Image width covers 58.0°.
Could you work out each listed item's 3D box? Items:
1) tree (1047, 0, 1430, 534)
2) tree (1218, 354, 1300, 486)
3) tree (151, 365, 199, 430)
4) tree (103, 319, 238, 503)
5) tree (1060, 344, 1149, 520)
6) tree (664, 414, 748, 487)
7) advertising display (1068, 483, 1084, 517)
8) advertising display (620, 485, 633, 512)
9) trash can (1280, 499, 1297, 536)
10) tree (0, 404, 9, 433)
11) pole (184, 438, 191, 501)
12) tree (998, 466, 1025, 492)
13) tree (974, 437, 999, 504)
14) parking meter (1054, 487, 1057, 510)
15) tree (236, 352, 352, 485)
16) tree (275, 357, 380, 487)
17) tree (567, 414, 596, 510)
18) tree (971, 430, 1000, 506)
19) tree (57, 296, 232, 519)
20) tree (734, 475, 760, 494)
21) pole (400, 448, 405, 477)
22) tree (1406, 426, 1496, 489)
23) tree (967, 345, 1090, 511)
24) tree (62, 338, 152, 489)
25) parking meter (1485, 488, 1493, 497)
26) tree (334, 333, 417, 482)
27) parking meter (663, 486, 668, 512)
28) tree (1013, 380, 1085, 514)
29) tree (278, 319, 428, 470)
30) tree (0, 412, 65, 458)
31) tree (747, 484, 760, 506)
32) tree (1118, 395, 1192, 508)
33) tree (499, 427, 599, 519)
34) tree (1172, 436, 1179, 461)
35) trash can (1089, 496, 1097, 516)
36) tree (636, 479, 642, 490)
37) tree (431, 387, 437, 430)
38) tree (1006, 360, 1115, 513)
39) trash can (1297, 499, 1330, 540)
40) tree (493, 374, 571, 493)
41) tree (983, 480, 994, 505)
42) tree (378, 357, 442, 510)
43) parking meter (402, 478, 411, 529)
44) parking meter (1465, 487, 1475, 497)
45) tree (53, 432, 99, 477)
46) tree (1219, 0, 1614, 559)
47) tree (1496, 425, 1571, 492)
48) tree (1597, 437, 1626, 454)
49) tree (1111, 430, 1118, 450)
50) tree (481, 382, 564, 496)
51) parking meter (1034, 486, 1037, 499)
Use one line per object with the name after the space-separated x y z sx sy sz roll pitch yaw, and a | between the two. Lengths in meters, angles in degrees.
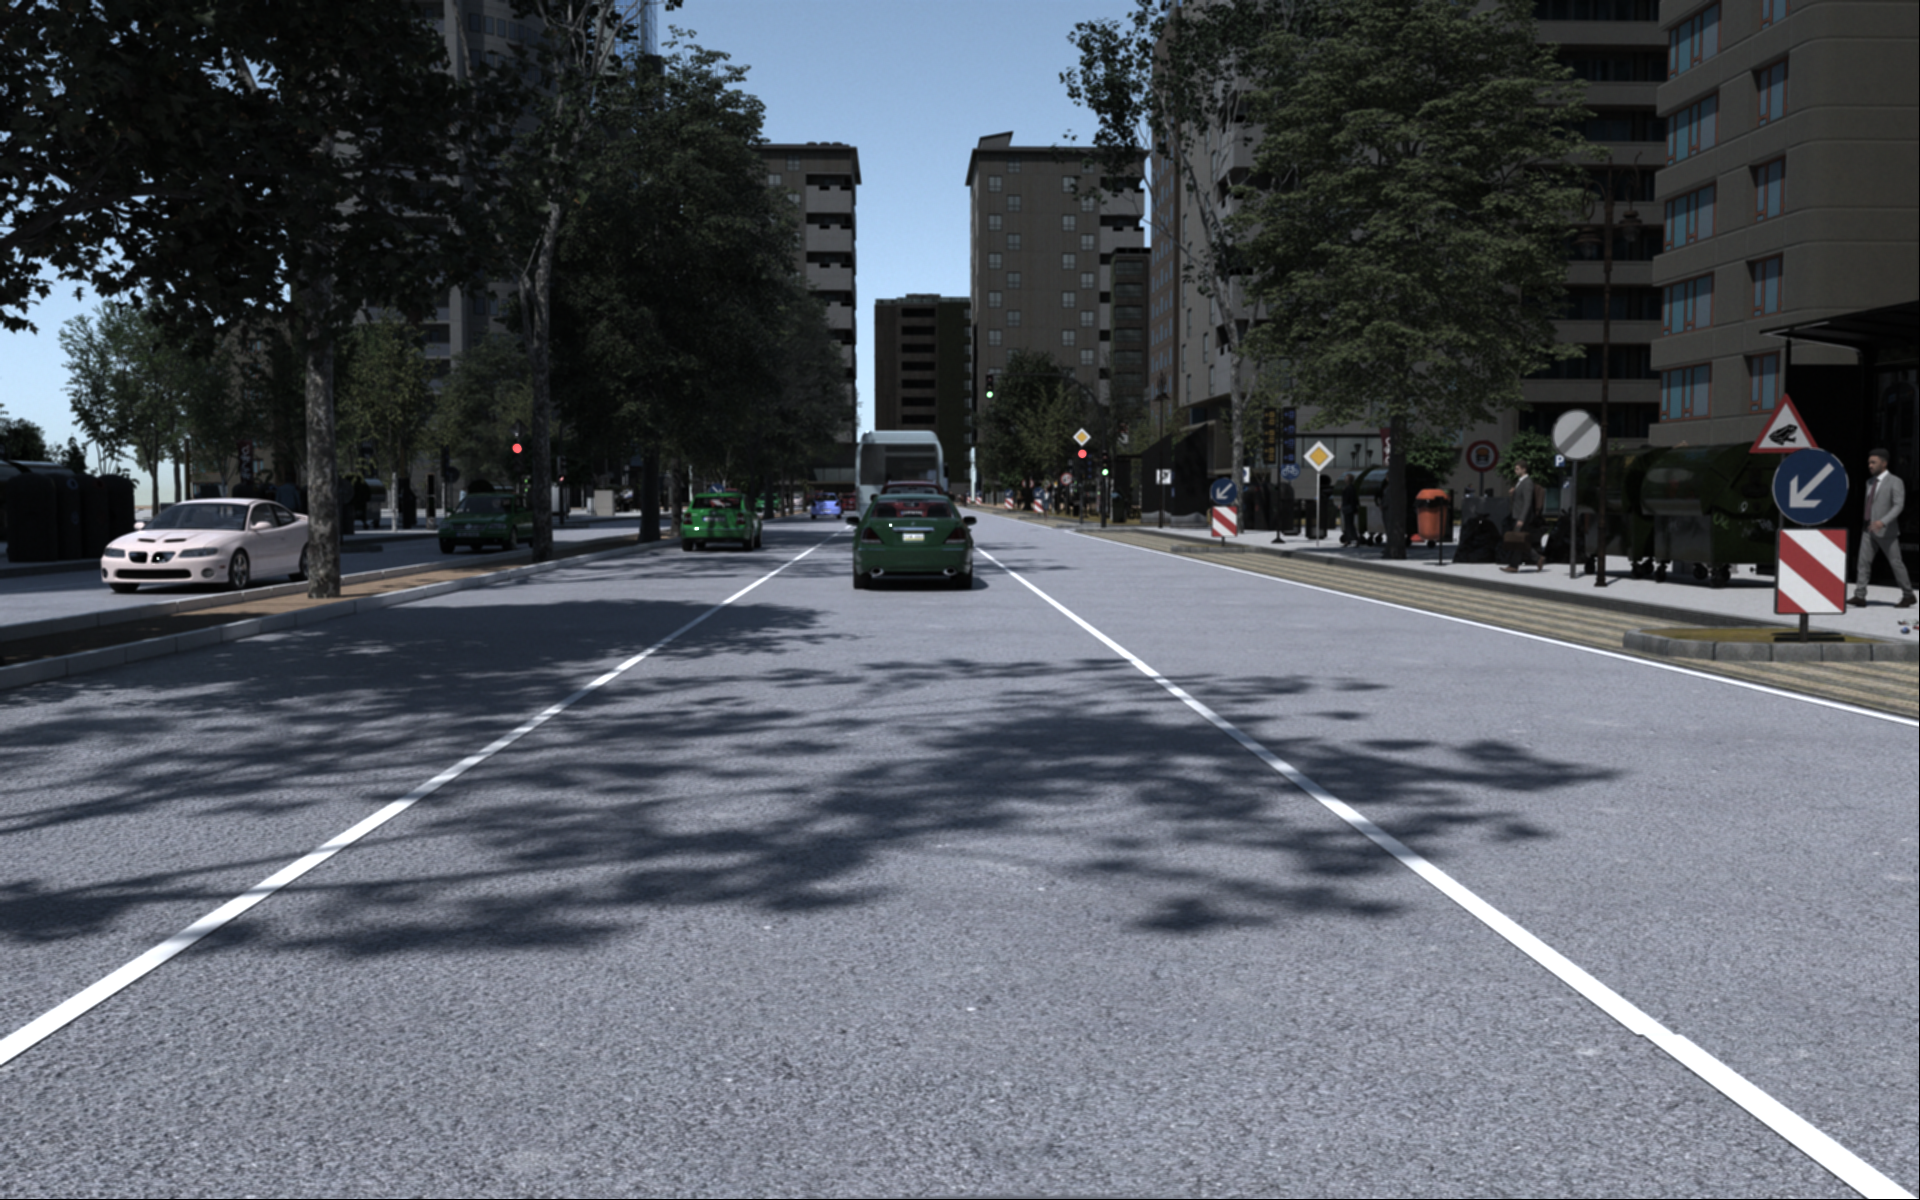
8.838 -12.135 54.301 12.611 20.169 13.585 0 3 0 | tree
14.891 -8.258 85.387 4.737 8.622 4.395 0 3 0 | tree
-32.560 -7.734 76.807 4.737 8.622 4.395 0 3 0 | tree
-45.884 -11.141 100.278 7.486 12.596 7.792 0 3 0 | tree
7.285 -8.239 85.066 4.360 8.622 3.978 0 3 0 | tree
-22.408 -14.098 147.515 9.611 12.733 9.660 0 3 0 | tree
6.601 -5.706 98.512 0.974 1.923 0.123 -2 4 -27 | advertising display
-23.828 -7.249 123.735 0.974 1.923 0.123 0 4 -5 | advertising display
10.217 -2.555 53.428 0.748 1.137 0.748 0 3 0 | trash can
-46.933 -8.035 81.737 4.737 8.622 4.395 0 3 0 | tree
-28.079 -4.228 62.973 0.158 3.312 0.155 0 3 0 | pole
5.002 -10.806 160.391 4.285 4.588 4.351 0 3 0 | tree
3.488 -16.531 220.637 4.737 8.622 4.395 0 3 0 | tree
7.851 -8.350 142.240 0.399 1.863 0.255 -1 4 -19 | parking meter
-43.145 -10.869 112.126 8.767 10.594 7.601 0 4 5 | tree
-32.001 -8.342 86.757 4.360 8.622 3.978 0 3 0 | tree
-31.503 -11.799 143.283 4.360 8.622 3.978 0 3 0 | tree
3.326 -14.558 188.382 4.360 8.622 3.978 0 3 0 | tree
-42.129 -10.048 90.034 9.928 11.665 9.643 0 3 0 | tree
-22.451 -12.095 181.472 4.285 4.588 4.351 0 3 0 | tree
-24.726 -5.077 76.855 0.158 3.312 0.155 0 3 0 | pole
22.091 -6.008 81.942 4.285 4.588 4.351 0 3 0 | tree
5.268 -13.214 133.060 9.611 12.733 9.660 0 3 0 | tree
-40.403 -8.052 82.008 4.737 8.622 4.395 0 3 0 | tree
23.464 -4.186 76.849 0.372 1.533 0.369 0 3 0 | parking meter
-41.938 -12.402 120.905 7.486 12.596 7.792 0 3 0 | tree
-21.403 -7.356 125.987 0.255 1.863 0.399 1 4 10 | parking meter
5.750 -9.812 110.791 4.737 8.622 4.395 0 3 0 | tree
-34.882 -10.637 99.668 9.928 11.665 9.643 0 3 0 | tree
-70.751 -9.819 123.441 11.467 7.101 20.602 -2 4 -31 | tree
-23.365 -12.195 193.989 1.663 3.219 1.824 0 3 0 | tree
15.093 -10.864 127.984 4.737 8.622 4.395 0 3 0 | tree
-19.734 -5.902 80.217 4.285 4.588 4.351 0 3 0 | tree
12.177 -7.033 98.705 4.285 4.588 4.351 0 3 0 | tree
7.912 -5.529 102.058 0.748 1.137 0.748 0 3 0 | trash can
-21.329 -7.657 119.794 1.663 3.219 1.824 0 3 0 | tree
-35.655 -13.827 132.724 9.857 13.997 8.962 0 3 0 | tree
6.968 -11.296 119.105 8.767 10.594 7.601 2 4 29 | tree
10.052 -2.274 48.841 0.748 1.137 0.748 0 3 0 | trash can
-26.160 -9.593 107.204 4.737 8.622 4.395 0 3 0 | tree
3.334 -13.235 210.997 1.663 3.219 1.824 0 3 0 | tree
-29.606 -8.658 91.923 4.360 8.622 3.978 0 3 0 | tree
-20.380 -3.551 63.763 0.255 1.863 0.399 -2 4 -25 | parking meter
18.978 -3.430 64.496 0.372 1.533 0.369 0 3 0 | parking meter
-27.203 -3.594 53.365 1.663 3.219 1.824 0 3 0 | tree
8.814 -7.096 34.141 7.486 12.596 7.792 0 3 0 | tree
26.687 -5.935 80.747 4.285 4.588 4.351 0 3 0 | tree
22.257 -3.920 58.688 1.663 3.219 1.824 0 3 0 | tree
14.349 -11.584 139.765 4.737 8.622 4.395 0 3 0 | tree
-28.605 -9.925 112.642 4.360 8.622 3.978 0 3 0 | tree
5.556 -7.370 126.208 0.255 1.863 0.399 2 4 28 | parking meter
